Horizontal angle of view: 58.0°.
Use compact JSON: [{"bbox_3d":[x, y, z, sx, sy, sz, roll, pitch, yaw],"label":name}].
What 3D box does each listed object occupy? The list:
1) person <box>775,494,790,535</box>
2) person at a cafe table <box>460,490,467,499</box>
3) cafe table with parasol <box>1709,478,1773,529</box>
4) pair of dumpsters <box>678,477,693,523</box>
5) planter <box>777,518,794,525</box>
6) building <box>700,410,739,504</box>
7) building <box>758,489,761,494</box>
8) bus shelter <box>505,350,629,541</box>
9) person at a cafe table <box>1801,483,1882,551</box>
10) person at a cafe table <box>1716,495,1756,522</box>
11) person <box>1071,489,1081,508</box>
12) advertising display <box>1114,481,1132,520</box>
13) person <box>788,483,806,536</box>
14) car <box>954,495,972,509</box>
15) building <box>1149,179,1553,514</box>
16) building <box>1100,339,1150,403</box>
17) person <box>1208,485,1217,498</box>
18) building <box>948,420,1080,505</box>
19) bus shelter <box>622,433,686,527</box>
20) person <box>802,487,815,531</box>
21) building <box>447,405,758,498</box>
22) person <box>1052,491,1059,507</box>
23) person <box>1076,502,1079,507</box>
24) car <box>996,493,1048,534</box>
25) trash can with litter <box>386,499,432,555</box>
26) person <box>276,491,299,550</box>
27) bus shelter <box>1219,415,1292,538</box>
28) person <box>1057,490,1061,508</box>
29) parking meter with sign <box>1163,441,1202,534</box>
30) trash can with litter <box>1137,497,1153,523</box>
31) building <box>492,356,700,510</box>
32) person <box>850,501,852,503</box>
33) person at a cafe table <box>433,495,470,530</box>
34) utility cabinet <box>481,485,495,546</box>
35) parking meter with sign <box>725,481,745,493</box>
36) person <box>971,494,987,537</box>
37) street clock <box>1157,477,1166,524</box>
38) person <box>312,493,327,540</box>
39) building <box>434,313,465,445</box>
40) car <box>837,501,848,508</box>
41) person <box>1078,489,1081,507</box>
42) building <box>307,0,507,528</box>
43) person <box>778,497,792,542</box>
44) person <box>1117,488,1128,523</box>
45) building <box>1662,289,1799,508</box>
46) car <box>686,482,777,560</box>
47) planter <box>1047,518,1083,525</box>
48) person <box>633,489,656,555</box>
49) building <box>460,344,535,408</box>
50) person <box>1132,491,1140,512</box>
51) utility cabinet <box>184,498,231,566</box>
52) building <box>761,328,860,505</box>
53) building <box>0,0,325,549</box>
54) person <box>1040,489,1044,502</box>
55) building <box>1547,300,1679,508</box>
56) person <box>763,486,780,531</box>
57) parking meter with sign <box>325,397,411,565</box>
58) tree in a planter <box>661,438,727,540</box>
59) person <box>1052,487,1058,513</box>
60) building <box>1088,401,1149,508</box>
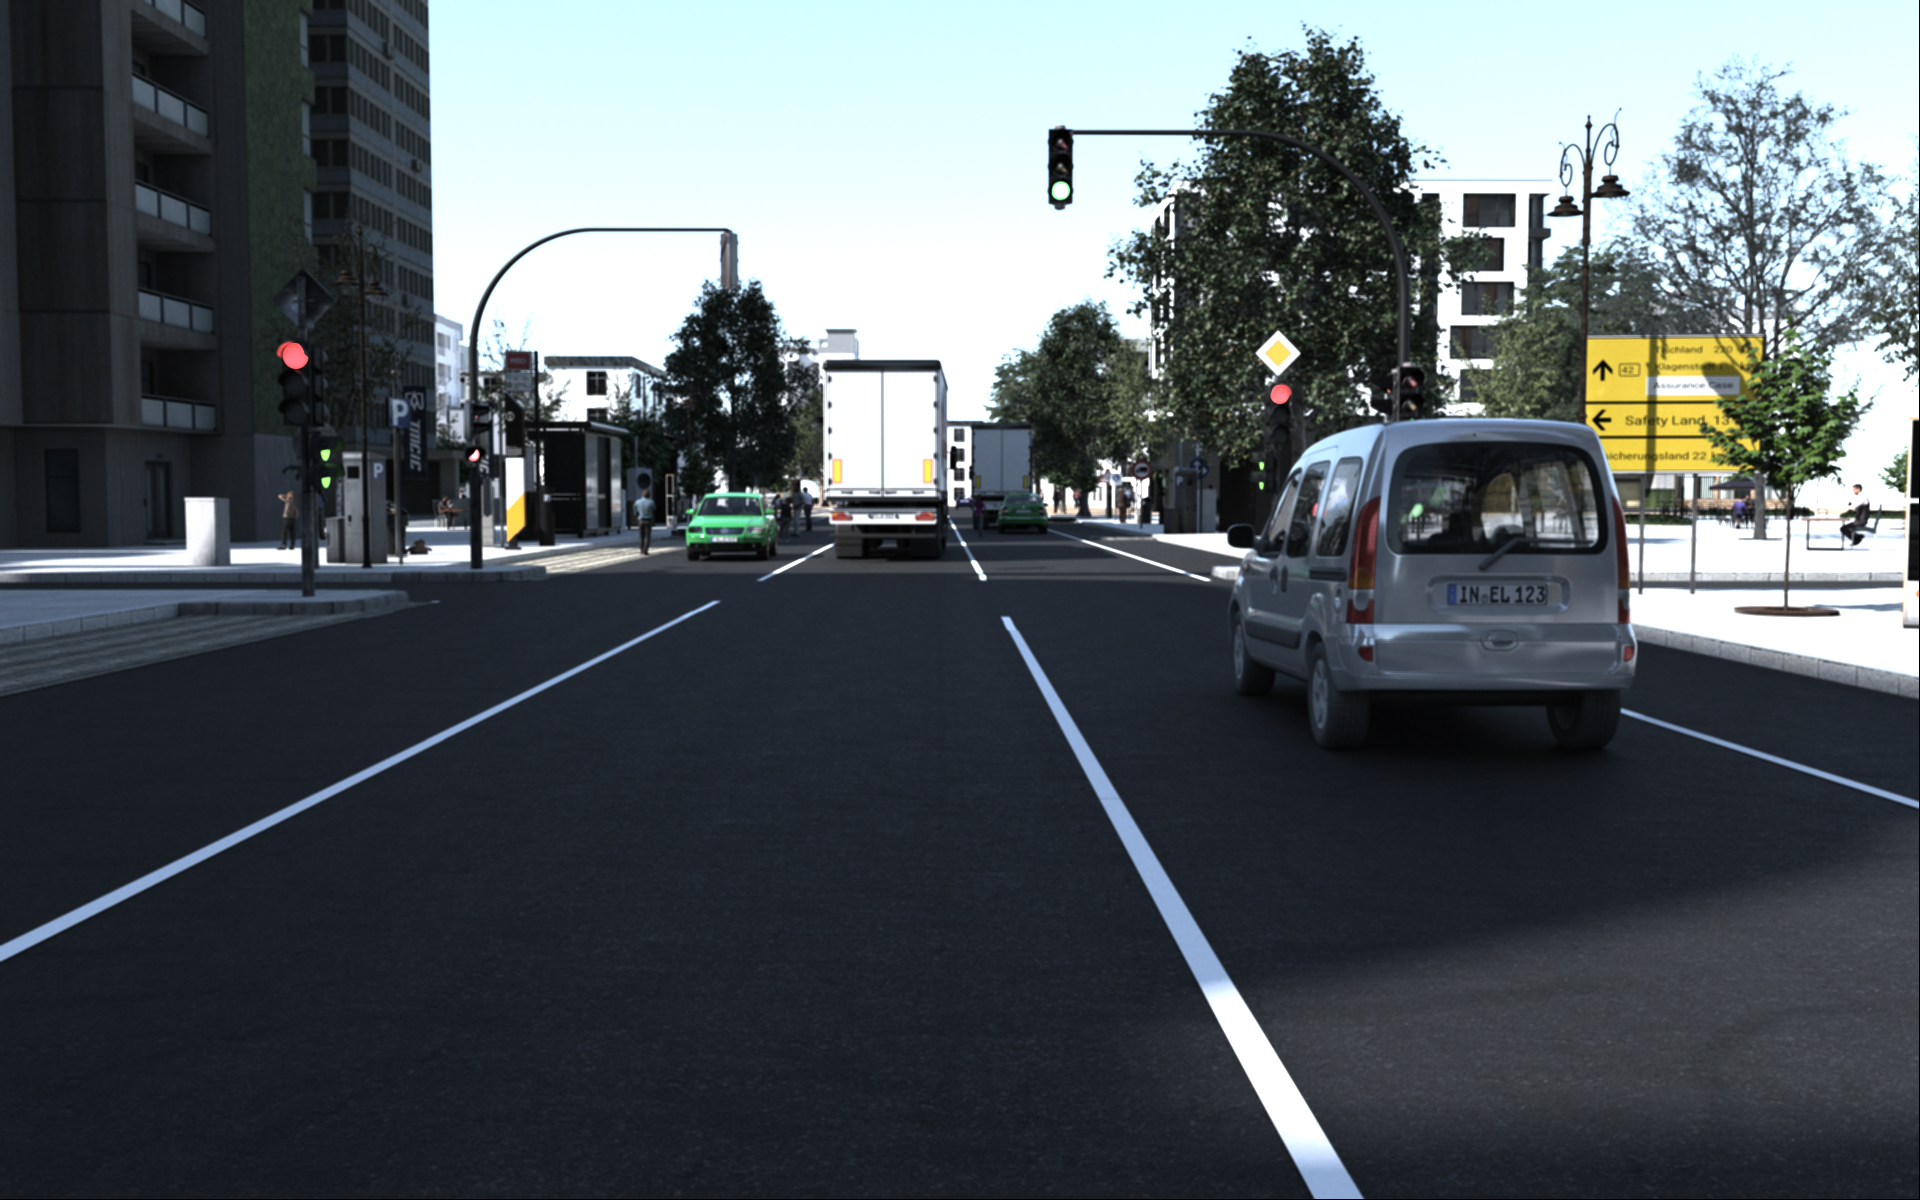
[{"bbox_3d":[-6.223,-2.995,60.659,0.799,1.438,0.628,2,4,24],"label":"person"},{"bbox_3d":[-28.079,-5.412,97.000,1.622,1.524,1.698,3,5,40],"label":"person at a cafe table"},{"bbox_3d":[28.708,-3.584,63.467,2.610,1.966,2.610,0,4,7],"label":"cafe table with parasol"},{"bbox_3d":[-12.860,-4.536,76.656,1.574,2.255,4.437,0,4,-1],"label":"pair of dumpsters"},{"bbox_3d":[-8.733,-3.709,81.789,1.991,0.319,1.994,0,4,-1],"label":"planter"},{"bbox_3d":[-25.287,-12.578,147.793,9.099,9.664,28.070,0,4,-1],"label":"building"},{"bbox_3d":[-37.278,-15.848,201.270,28.070,9.664,9.099,0,4,-1],"label":"building"},{"bbox_3d":[-11.666,-4.500,51.212,2.179,5.291,8.768,0,4,-1],"label":"bus shelter"},{"bbox_3d":[20.142,-1.900,39.578,1.622,1.524,1.698,2,4,27],"label":"person at a cafe table"},{"bbox_3d":[36.391,-4.257,80.464,1.726,1.238,1.698,-3,5,-40],"label":"person at a cafe table"},{"bbox_3d":[10.668,-9.243,157.892,1.217,1.743,0.721,3,4,36],"label":"person"},{"bbox_3d":[8.123,-4.960,86.312,0.974,1.923,0.123,-2,4,-31],"label":"advertising display"},{"bbox_3d":[-5.585,-3.055,58.597,0.875,1.805,0.789,3,5,44],"label":"person"},{"bbox_3d":[0.429,-9.261,164.000,1.945,1.354,3.894,0,4,0],"label":"car"},{"bbox_3d":[27.721,-17.431,128.972,27.936,21.610,32.646,0,4,-1],"label":"building"},{"bbox_3d":[33.133,-20.737,205.515,31.486,18.905,16.747,0,4,-1],"label":"building"},{"bbox_3d":[15.887,-6.387,110.095,1.348,1.869,0.705,-3,4,-36],"label":"person"},{"bbox_3d":[2.508,-15.870,201.618,28.070,9.664,9.099,0,4,-1],"label":"building"},{"bbox_3d":[-12.295,-4.789,69.579,1.731,3.624,6.357,0,4,-1],"label":"bus shelter"},{"bbox_3d":[-5.946,-3.522,67.027,0.436,1.711,0.756,3,5,44],"label":"person"},{"bbox_3d":[-34.520,-13.863,168.811,28.070,9.664,9.099,0,4,-1],"label":"building"},{"bbox_3d":[9.579,-10.231,173.843,0.750,1.759,0.617,0,4,3],"label":"person"},{"bbox_3d":[11.214,-9.760,166.539,0.530,1.710,0.541,0,4,-4],"label":"person"},{"bbox_3d":[2.313,-3.385,64.144,1.959,1.807,4.718,0,4,1],"label":"car"},{"bbox_3d":[-11.789,-1.549,36.715,1.055,1.170,0.624,-3,5,-40],"label":"trash can with litter"},{"bbox_3d":[-15.480,-1.829,39.860,0.340,1.345,0.435,1,4,19],"label":"person"},{"bbox_3d":[9.066,-3.827,53.855,1.731,3.624,6.357,0,4,-1],"label":"bus shelter"},{"bbox_3d":[8.611,-9.013,153.855,0.568,1.767,0.683,2,4,31],"label":"person"},{"bbox_3d":[7.286,-3.654,55.999,1.738,3.016,0.543,-3,5,-45],"label":"parking meter with sign"},{"bbox_3d":[8.010,-3.935,75.730,0.624,1.170,1.055,-1,4,-17],"label":"trash can with litter"},{"bbox_3d":[-24.620,-10.828,119.191,9.099,9.664,28.070,0,4,-1],"label":"building"},{"bbox_3d":[-9.500,-8.237,146.371,0.628,1.438,0.799,3,5,44],"label":"person"},{"bbox_3d":[-18.051,-3.135,62.124,1.726,1.238,1.698,1,4,19],"label":"person at a cafe table"},{"bbox_3d":[-11.543,-2.061,42.377,0.318,1.500,1.173,-1,4,-13],"label":"utility cabinet"},{"bbox_3d":[-12.841,-6.413,101.118,1.738,3.016,0.543,-1,4,-15],"label":"parking meter with sign"},{"bbox_3d":[0.676,-2.815,57.753,0.726,1.434,0.776,1,4,15],"label":"person"},{"bbox_3d":[8.528,-4.197,73.186,0.358,2.002,0.471,2,4,29],"label":"street clock"},{"bbox_3d":[-18.001,-2.479,48.636,0.319,1.574,0.516,2,4,28],"label":"person"},{"bbox_3d":[-54.189,-18.840,164.451,11.380,20.091,16.016,0,4,-1],"label":"building"},{"bbox_3d":[-9.994,-8.622,153.556,1.945,1.354,3.894,0,4,-1],"label":"car"},{"bbox_3d":[12.265,-10.387,176.010,1.348,1.807,0.705,-3,5,-40],"label":"person"},{"bbox_3d":[-36.036,-23.252,72.055,32.217,40.220,23.993,0,4,-1],"label":"building"},{"bbox_3d":[-5.242,-2.417,51.927,0.435,1.345,0.340,0,4,-3],"label":"person"},{"bbox_3d":[7.196,-4.198,76.947,0.482,1.546,0.388,2,4,34],"label":"person"},{"bbox_3d":[70.854,-18.941,166.107,11.380,20.091,16.016,0,4,-1],"label":"building"},{"bbox_3d":[-5.083,-1.836,38.818,1.959,1.807,4.718,0,4,-3],"label":"car"},{"bbox_3d":[4.725,-3.700,81.632,1.991,0.319,1.994,0,4,-1],"label":"planter"},{"bbox_3d":[-7.326,-1.803,40.198,0.499,1.552,0.429,2,4,26],"label":"person"},{"bbox_3d":[-67.102,-20.644,203.985,31.486,18.905,16.747,0,4,-1],"label":"building"},{"bbox_3d":[12.411,-7.061,122.427,0.756,1.711,0.436,-1,4,-9],"label":"person"},{"bbox_3d":[-13.563,-1.228,31.244,1.020,1.237,0.306,3,4,37],"label":"utility cabinet"},{"bbox_3d":[-17.566,-21.252,203.890,11.380,20.091,16.016,0,4,-1],"label":"building"},{"bbox_3d":[-25.674,-21.978,42.943,14.154,41.232,14.086,0,4,-1],"label":"building"},{"bbox_3d":[6.751,-8.341,143.362,0.436,1.711,0.756,2,4,27],"label":"person"},{"bbox_3d":[49.422,-18.314,165.895,31.486,18.905,16.747,0,4,-1],"label":"building"},{"bbox_3d":[-7.375,-3.588,67.881,0.841,1.734,0.376,2,4,32],"label":"person"},{"bbox_3d":[-10.905,-2.171,31.755,1.738,3.016,0.543,2,4,26],"label":"parking meter with sign"},{"bbox_3d":[-8.331,-3.519,54.759,1.991,3.239,1.994,0,4,-1],"label":"tree in a planter"},{"bbox_3d":[6.476,-6.859,118.210,0.705,1.821,1.348,1,4,12],"label":"person"},{"bbox_3d":[17.791,-13.315,159.843,9.099,9.664,28.070,0,4,-1],"label":"building"}]
